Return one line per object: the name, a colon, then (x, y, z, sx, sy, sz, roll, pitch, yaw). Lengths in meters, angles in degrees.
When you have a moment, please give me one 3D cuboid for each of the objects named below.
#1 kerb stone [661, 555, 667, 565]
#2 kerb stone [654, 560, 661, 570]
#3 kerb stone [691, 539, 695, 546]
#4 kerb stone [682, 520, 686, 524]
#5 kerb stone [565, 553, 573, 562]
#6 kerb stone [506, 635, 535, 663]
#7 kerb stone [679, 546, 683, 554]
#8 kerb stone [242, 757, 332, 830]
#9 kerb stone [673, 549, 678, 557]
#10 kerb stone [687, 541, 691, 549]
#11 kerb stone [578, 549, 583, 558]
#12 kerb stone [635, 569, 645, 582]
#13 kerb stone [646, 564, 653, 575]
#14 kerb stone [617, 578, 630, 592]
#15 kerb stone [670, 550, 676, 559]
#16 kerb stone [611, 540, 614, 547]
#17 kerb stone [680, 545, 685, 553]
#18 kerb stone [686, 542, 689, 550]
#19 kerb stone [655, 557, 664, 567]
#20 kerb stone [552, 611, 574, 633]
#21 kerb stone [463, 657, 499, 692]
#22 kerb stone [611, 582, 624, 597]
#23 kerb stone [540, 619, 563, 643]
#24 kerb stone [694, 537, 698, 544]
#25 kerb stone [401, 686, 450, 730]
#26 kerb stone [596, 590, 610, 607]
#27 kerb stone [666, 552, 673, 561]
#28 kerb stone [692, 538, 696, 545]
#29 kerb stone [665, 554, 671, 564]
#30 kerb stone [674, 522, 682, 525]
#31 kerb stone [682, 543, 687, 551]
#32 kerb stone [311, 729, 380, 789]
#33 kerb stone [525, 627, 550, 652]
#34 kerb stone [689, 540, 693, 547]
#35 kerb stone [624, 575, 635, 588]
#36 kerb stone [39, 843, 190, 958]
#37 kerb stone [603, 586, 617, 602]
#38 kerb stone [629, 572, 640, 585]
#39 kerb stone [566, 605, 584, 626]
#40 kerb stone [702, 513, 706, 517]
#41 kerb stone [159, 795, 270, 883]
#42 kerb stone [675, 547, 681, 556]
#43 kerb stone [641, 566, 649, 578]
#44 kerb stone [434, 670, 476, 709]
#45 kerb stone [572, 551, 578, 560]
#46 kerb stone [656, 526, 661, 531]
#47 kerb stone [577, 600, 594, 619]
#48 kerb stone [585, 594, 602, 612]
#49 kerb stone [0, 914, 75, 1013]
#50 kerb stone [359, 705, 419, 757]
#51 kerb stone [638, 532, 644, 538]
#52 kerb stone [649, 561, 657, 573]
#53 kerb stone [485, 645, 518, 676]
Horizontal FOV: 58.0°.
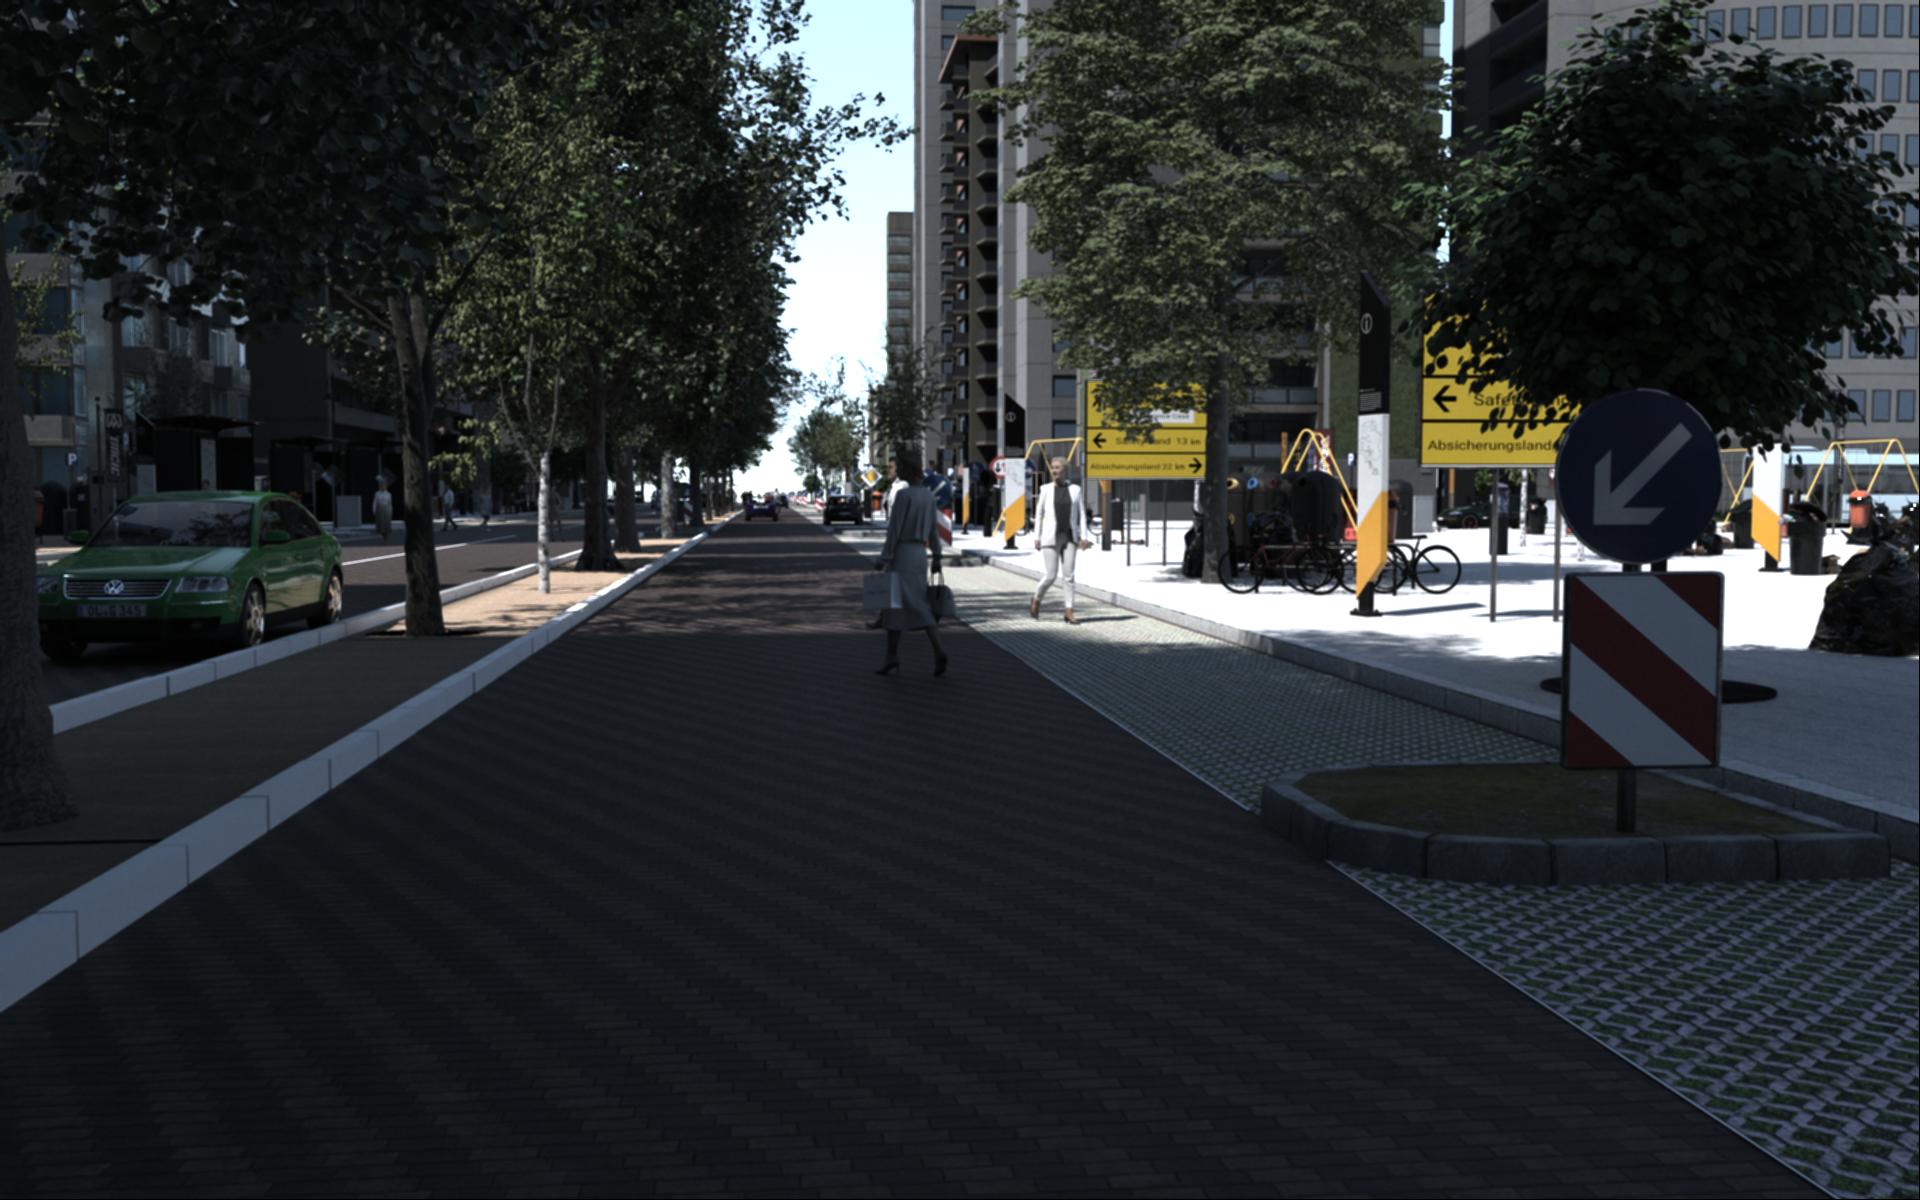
kerb stone: (-5.960, -0.743, 34.347, 0.120, 0.150, 1.000, 0, 4, -6)
kerb stone: (-5.725, -0.614, 32.303, 0.120, 0.150, 1.000, 0, 4, -6)
kerb stone: (-7.288, -1.491, 46.571, 0.120, 0.150, 1.000, 0, 4, -6)
kerb stone: (-13.438, -3.753, 83.553, 0.120, 0.150, 1.000, 0, 4, -6)
kerb stone: (-8.252, -0.852, 36.164, 0.120, 0.150, 1.000, 0, 4, -6)
kerb stone: (-3.833, 0.441, 14.984, 0.120, 0.150, 1.000, 0, 4, -6)
kerb stone: (-6.620, -1.112, 40.448, 0.120, 0.150, 1.000, 0, 4, -6)
kerb stone: (-3.054, 0.877, 7.862, 0.120, 0.150, 1.000, 0, 4, -6)
kerb stone: (-6.395, -0.992, 38.415, 0.120, 0.150, 1.000, 0, 4, -6)
kerb stone: (-7.061, -1.366, 44.528, 0.120, 0.150, 1.000, 0, 4, -6)
kerb stone: (-8.480, -0.979, 38.196, 0.120, 0.150, 1.000, 0, 4, -6)
kerb stone: (-5.269, -0.368, 28.214, 0.120, 0.150, 1.000, 0, 4, -6)
kerb stone: (-5.503, -0.484, 30.263, 0.120, 0.150, 1.000, 0, 4, -6)
kerb stone: (-4.940, -0.182, 25.165, 0.120, 0.150, 1.000, 0, 4, -6)
kerb stone: (-6.283, -0.930, 37.399, 0.120, 0.150, 1.000, 0, 4, -6)
kerb stone: (-9.594, -1.595, 48.388, 0.120, 0.150, 1.000, 0, 4, -6)
kerb stone: (-6.728, -1.172, 41.468, 0.120, 0.150, 1.000, 0, 4, -6)
kerb stone: (-6.947, -1.303, 43.507, 0.120, 0.150, 1.000, 0, 4, -6)
kerb stone: (-5.843, -0.676, 33.324, 0.120, 0.150, 1.000, 0, 4, -6)
kerb stone: (-4.168, 0.254, 18.039, 0.120, 0.150, 1.000, 0, 4, -6)
kerb stone: (-3.604, 0.566, 12.950, 0.120, 0.150, 1.000, 0, 4, -6)
kerb stone: (-4.828, -0.115, 24.149, 0.120, 0.150, 1.000, 0, 4, -6)
kerb stone: (-4.046, 0.320, 17.024, 0.120, 0.150, 1.000, 0, 4, -6)
kerb stone: (-7.505, -1.614, 48.612, 0.120, 0.150, 1.000, 0, 4, -6)
kerb stone: (-3.388, 0.690, 10.913, 0.120, 0.150, 1.000, 0, 4, -6)
kerb stone: (-4.605, 0.005, 22.112, 0.120, 0.150, 1.000, 0, 4, -6)
kerb stone: (-6.167, -0.866, 36.381, 0.120, 0.150, 1.000, 0, 4, -6)
kerb stone: (-7.396, -1.551, 47.596, 0.120, 0.150, 1.000, 0, 4, -6)
kerb stone: (-6.050, -0.806, 35.366, 0.120, 0.150, 1.000, 0, 4, -6)
kerb stone: (-13.114, -3.561, 80.502, 0.120, 0.150, 1.000, 0, 4, -6)
kerb stone: (-6.838, -1.237, 42.484, 0.120, 0.150, 1.000, 0, 4, -6)
kerb stone: (-3.160, 0.816, 8.879, 0.120, 0.150, 1.000, 0, 4, -6)
kerb stone: (-3.939, 0.382, 16.001, 0.120, 0.150, 1.000, 0, 4, -6)
kerb stone: (-7.173, -1.423, 45.551, 0.120, 0.150, 1.000, 0, 4, -6)
kerb stone: (-5.051, -0.242, 26.181, 0.120, 0.150, 1.000, 0, 4, -6)
kerb stone: (-2.831, 1.001, 5.826, 0.120, 0.150, 1.000, 0, 4, -6)
kerb stone: (-4.721, -0.057, 23.127, 0.120, 0.150, 1.000, 0, 4, -6)
kerb stone: (-5.167, -0.306, 27.197, 0.120, 0.150, 1.000, 0, 4, -6)
kerb stone: (-4.277, 0.192, 19.055, 0.120, 0.150, 1.000, 0, 4, -6)
kerb stone: (-16.900, -5.685, 115.147, 0.120, 0.150, 1.000, 0, 4, -6)
kerb stone: (-2.944, 0.942, 6.842, 0.120, 0.150, 1.000, 0, 4, -6)
kerb stone: (-6.507, -1.054, 39.432, 0.120, 0.150, 1.000, 0, 4, -6)
kerb stone: (-5.389, -0.431, 29.241, 0.120, 0.150, 1.000, 0, 4, -6)
kerb stone: (-3.501, 0.628, 11.929, 0.120, 0.150, 1.000, 0, 4, -6)
kerb stone: (-8.367, -0.915, 37.180, 0.120, 0.150, 1.000, 0, 4, -6)
kerb stone: (-11.783, -2.815, 68.270, 0.120, 0.150, 1.000, 0, 4, -6)
kerb stone: (-4.384, 0.130, 20.072, 0.120, 0.150, 1.000, 0, 4, -6)
kerb stone: (-4.498, 0.068, 21.089, 0.120, 0.150, 1.000, 0, 4, -6)
kerb stone: (-2.715, 1.063, 4.808, 0.120, 0.150, 1.000, 0, 4, -6)
kerb stone: (-3.271, 0.752, 9.897, 0.120, 0.150, 1.000, 0, 4, -6)
kerb stone: (-10.604, -2.162, 57.551, 0.120, 0.150, 1.000, 0, 4, -6)
kerb stone: (-5.606, -0.556, 31.288, 0.120, 0.150, 1.000, 0, 4, -6)
kerb stone: (-3.718, 0.503, 13.965, 0.120, 0.150, 1.000, 0, 4, -6)
